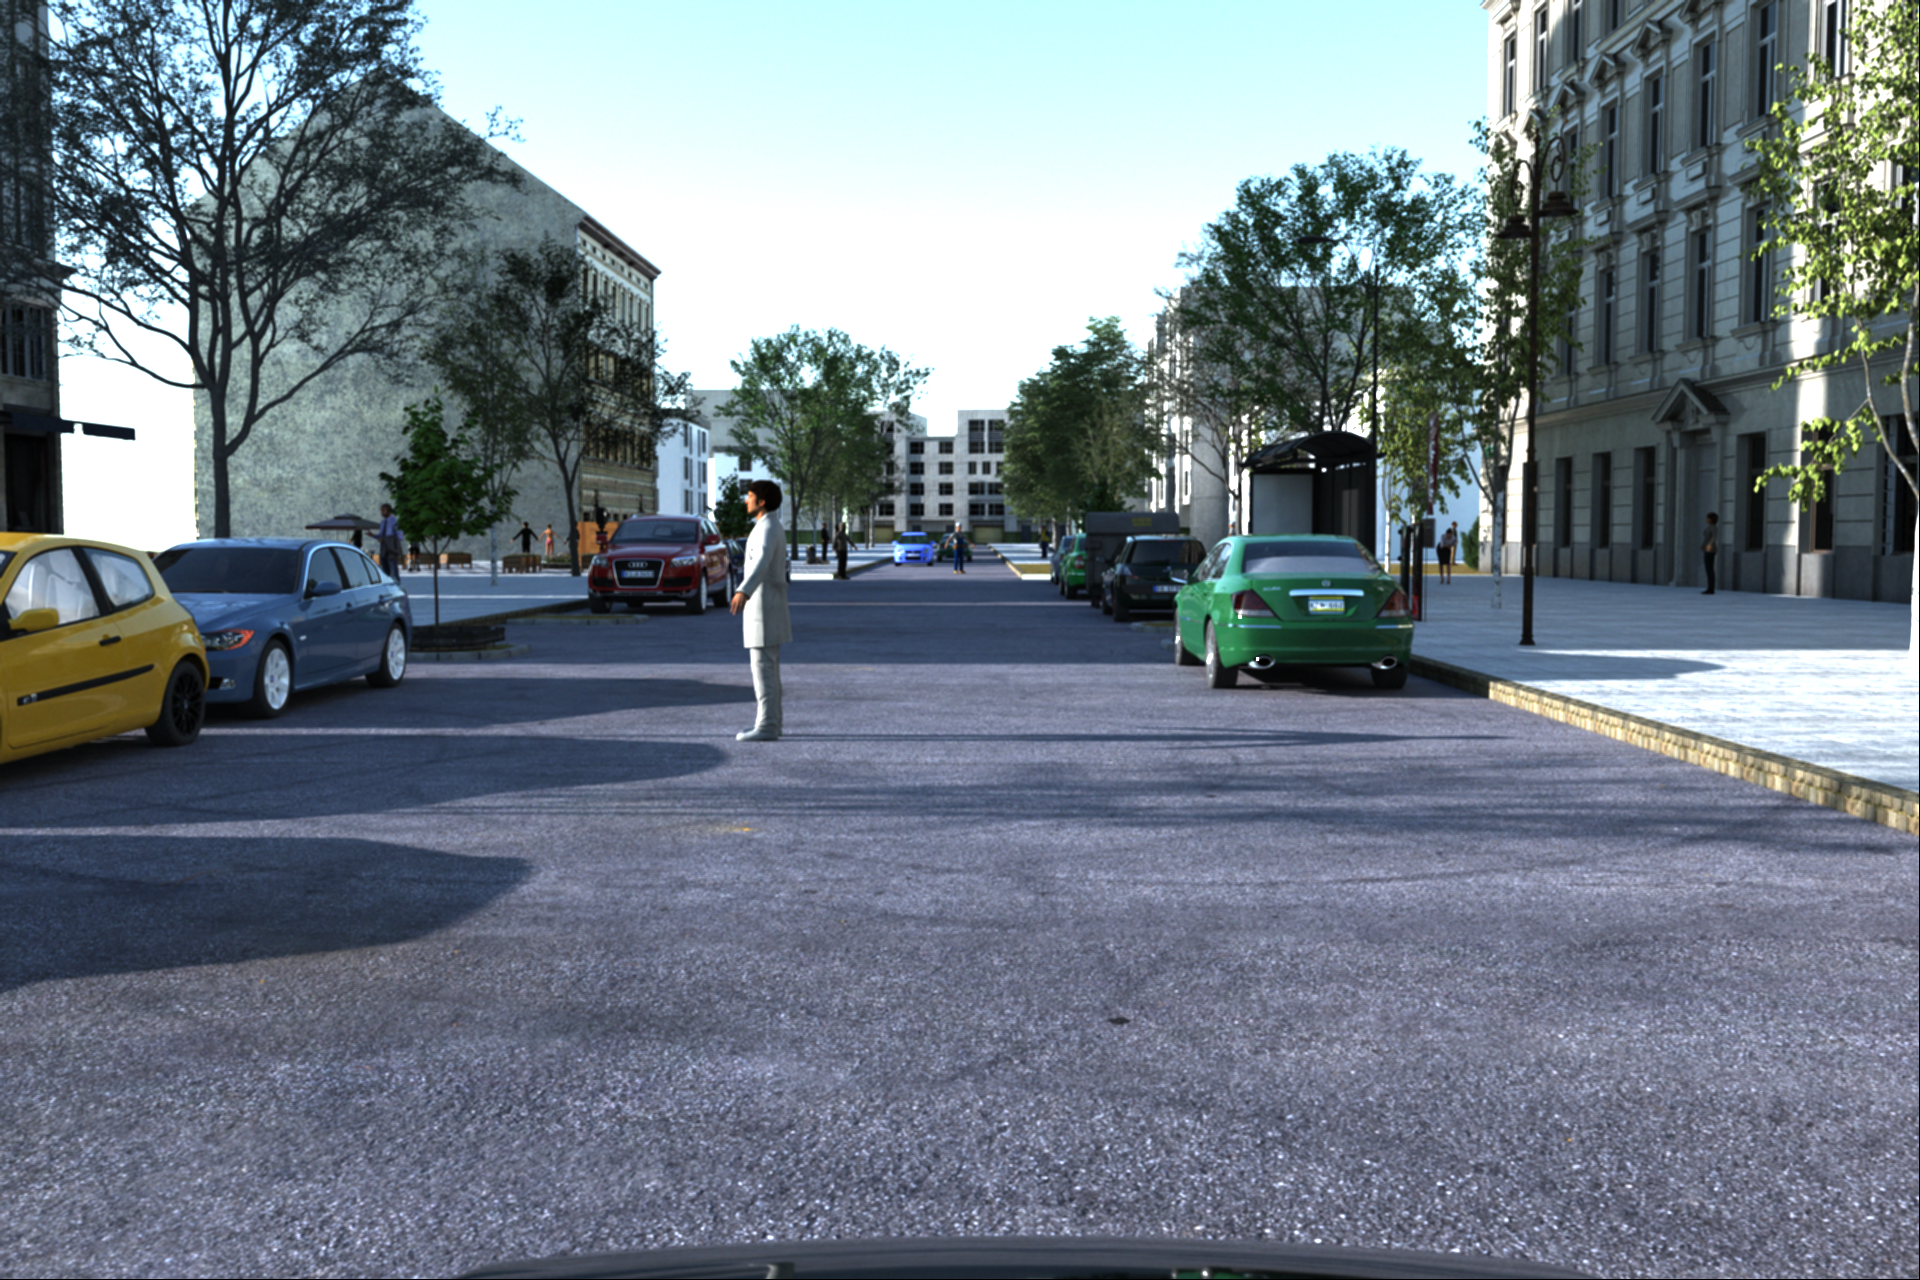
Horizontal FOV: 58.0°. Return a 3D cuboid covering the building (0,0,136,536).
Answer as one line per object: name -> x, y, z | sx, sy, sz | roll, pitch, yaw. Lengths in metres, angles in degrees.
building -> -31.060, -18.184, 43.428 | 12.429, 33.558, 17.177 | 0, 4, 1

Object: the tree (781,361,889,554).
tree -> -8.305, -11.946, 113.450 | 7.486, 12.596, 7.792 | 0, 3, 0

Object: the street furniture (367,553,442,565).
street furniture -> -26.648, -3.552, 73.705 | 10.072, 0.657, 5.734 | 1, 4, 15

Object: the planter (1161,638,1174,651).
planter -> 3.547, -0.034, 21.695 | 1.991, 0.319, 1.994 | 0, 4, 1

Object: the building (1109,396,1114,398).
building -> 24.700, -22.794, 229.097 | 16.016, 20.090, 11.380 | 0, 4, 1

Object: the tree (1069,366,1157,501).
tree -> 6.628, -7.653, 75.494 | 4.360, 8.622, 3.978 | 0, 3, 0

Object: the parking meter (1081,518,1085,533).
parking meter -> 4.158, -3.102, 56.422 | 0.399, 1.863, 0.255 | 0, 4, 1

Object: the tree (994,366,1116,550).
tree -> 7.216, -13.656, 129.924 | 9.857, 13.997, 8.962 | 0, 3, 0

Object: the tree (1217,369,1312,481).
tree -> 12.843, -7.526, 73.418 | 4.737, 8.622, 4.395 | 0, 3, 0

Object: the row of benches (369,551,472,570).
row of benches -> -19.647, -2.934, 63.435 | 1.422, 0.672, 4.104 | 3, 4, 39

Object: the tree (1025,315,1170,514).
tree -> 7.199, -10.496, 89.729 | 7.486, 12.596, 7.792 | 0, 3, 0

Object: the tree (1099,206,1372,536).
tree -> 10.442, -9.461, 65.062 | 12.009, 13.543, 11.850 | 0, 3, 0

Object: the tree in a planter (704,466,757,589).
tree in a planter -> -5.993, -2.977, 45.890 | 1.991, 3.239, 1.994 | 0, 4, 1

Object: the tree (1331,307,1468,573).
tree -> 14.298, -6.499, 56.623 | 4.737, 8.622, 4.395 | 0, 3, 0

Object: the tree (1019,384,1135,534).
tree -> 7.064, -10.590, 107.564 | 8.767, 10.594, 7.601 | 3, 5, 40

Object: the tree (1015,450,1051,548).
tree -> 8.075, -14.241, 158.601 | 9.928, 11.665, 9.643 | 0, 3, 0

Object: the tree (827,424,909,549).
tree -> -8.092, -13.033, 147.509 | 8.767, 10.594, 7.601 | 1, 4, 17

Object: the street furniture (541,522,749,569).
street furniture -> -11.554, -3.665, 66.777 | 11.010, 1.723, 9.812 | 1, 4, 20

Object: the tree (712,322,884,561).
tree -> -7.866, -9.658, 83.658 | 9.928, 11.665, 9.643 | 0, 3, 0

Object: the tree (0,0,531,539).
tree -> -12.210, -7.230, 28.574 | 12.009, 13.543, 11.850 | 0, 3, 0

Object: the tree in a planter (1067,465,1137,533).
tree in a planter -> 3.698, -2.927, 45.086 | 1.991, 3.239, 1.994 | 0, 4, 1

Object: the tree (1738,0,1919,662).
tree -> 9.789, -4.102, 17.426 | 4.737, 8.622, 4.395 | 0, 3, 0

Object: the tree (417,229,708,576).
tree -> -11.863, -7.244, 52.856 | 8.767, 10.594, 7.601 | -2, 4, -29

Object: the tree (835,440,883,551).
tree -> -8.267, -10.868, 128.057 | 4.360, 8.622, 3.978 | 0, 3, 0

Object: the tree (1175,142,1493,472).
tree -> 9.747, -7.351, 45.949 | 9.928, 11.665, 9.643 | 0, 3, 0

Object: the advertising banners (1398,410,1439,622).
advertising banners -> 6.767, -1.799, 25.605 | 0.090, 3.025, 2.074 | 0, 4, 1

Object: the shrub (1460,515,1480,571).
shrub -> 18.257, -3.439, 60.277 | 1.661, 2.075, 1.752 | 0, 3, 0

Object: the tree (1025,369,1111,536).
tree -> 7.794, -12.221, 117.939 | 7.486, 12.596, 7.792 | 0, 3, 0

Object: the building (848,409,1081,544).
building -> 0.978, -23.405, 251.578 | 31.486, 18.905, 16.747 | 1, 4, 10

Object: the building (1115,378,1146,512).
building -> 27.346, -22.895, 205.254 | 19.493, 23.208, 18.063 | 0, 4, 1

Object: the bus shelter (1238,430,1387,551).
bus shelter -> 7.286, -2.599, 36.422 | 2.014, 3.302, 5.546 | 0, 4, 0

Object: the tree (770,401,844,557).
tree -> -7.957, -8.886, 95.653 | 4.360, 8.622, 3.978 | 0, 3, 0

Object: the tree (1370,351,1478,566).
tree -> 18.213, -7.220, 68.409 | 4.737, 8.622, 4.395 | 0, 3, 0

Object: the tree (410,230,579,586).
tree -> -11.780, -5.646, 42.669 | 4.360, 8.622, 3.978 | 0, 3, 0

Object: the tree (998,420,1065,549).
tree -> 6.773, -14.141, 149.329 | 7.486, 12.596, 7.792 | 0, 3, 0

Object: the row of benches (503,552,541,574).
row of benches -> -14.614, -2.589, 57.786 | 1.422, 0.672, 4.104 | 0, 4, -5

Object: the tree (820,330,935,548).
tree -> -8.639, -18.651, 160.839 | 12.611, 20.169, 13.585 | 0, 3, 0

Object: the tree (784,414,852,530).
tree -> -7.886, -9.279, 102.067 | 4.360, 8.622, 3.978 | 0, 3, 0

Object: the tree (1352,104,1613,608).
tree -> 9.287, -4.883, 30.205 | 4.737, 8.622, 4.395 | 0, 3, 0

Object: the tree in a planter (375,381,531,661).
tree in a planter -> -6.211, -1.421, 20.462 | 1.991, 3.239, 1.994 | 0, 4, 1

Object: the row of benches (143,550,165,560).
row of benches -> -31.649, -3.176, 67.398 | 4.104, 0.672, 1.422 | 2, 4, 26

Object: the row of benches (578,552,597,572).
row of benches -> -11.096, -2.668, 59.081 | 4.104, 0.672, 1.422 | -1, 4, -22
